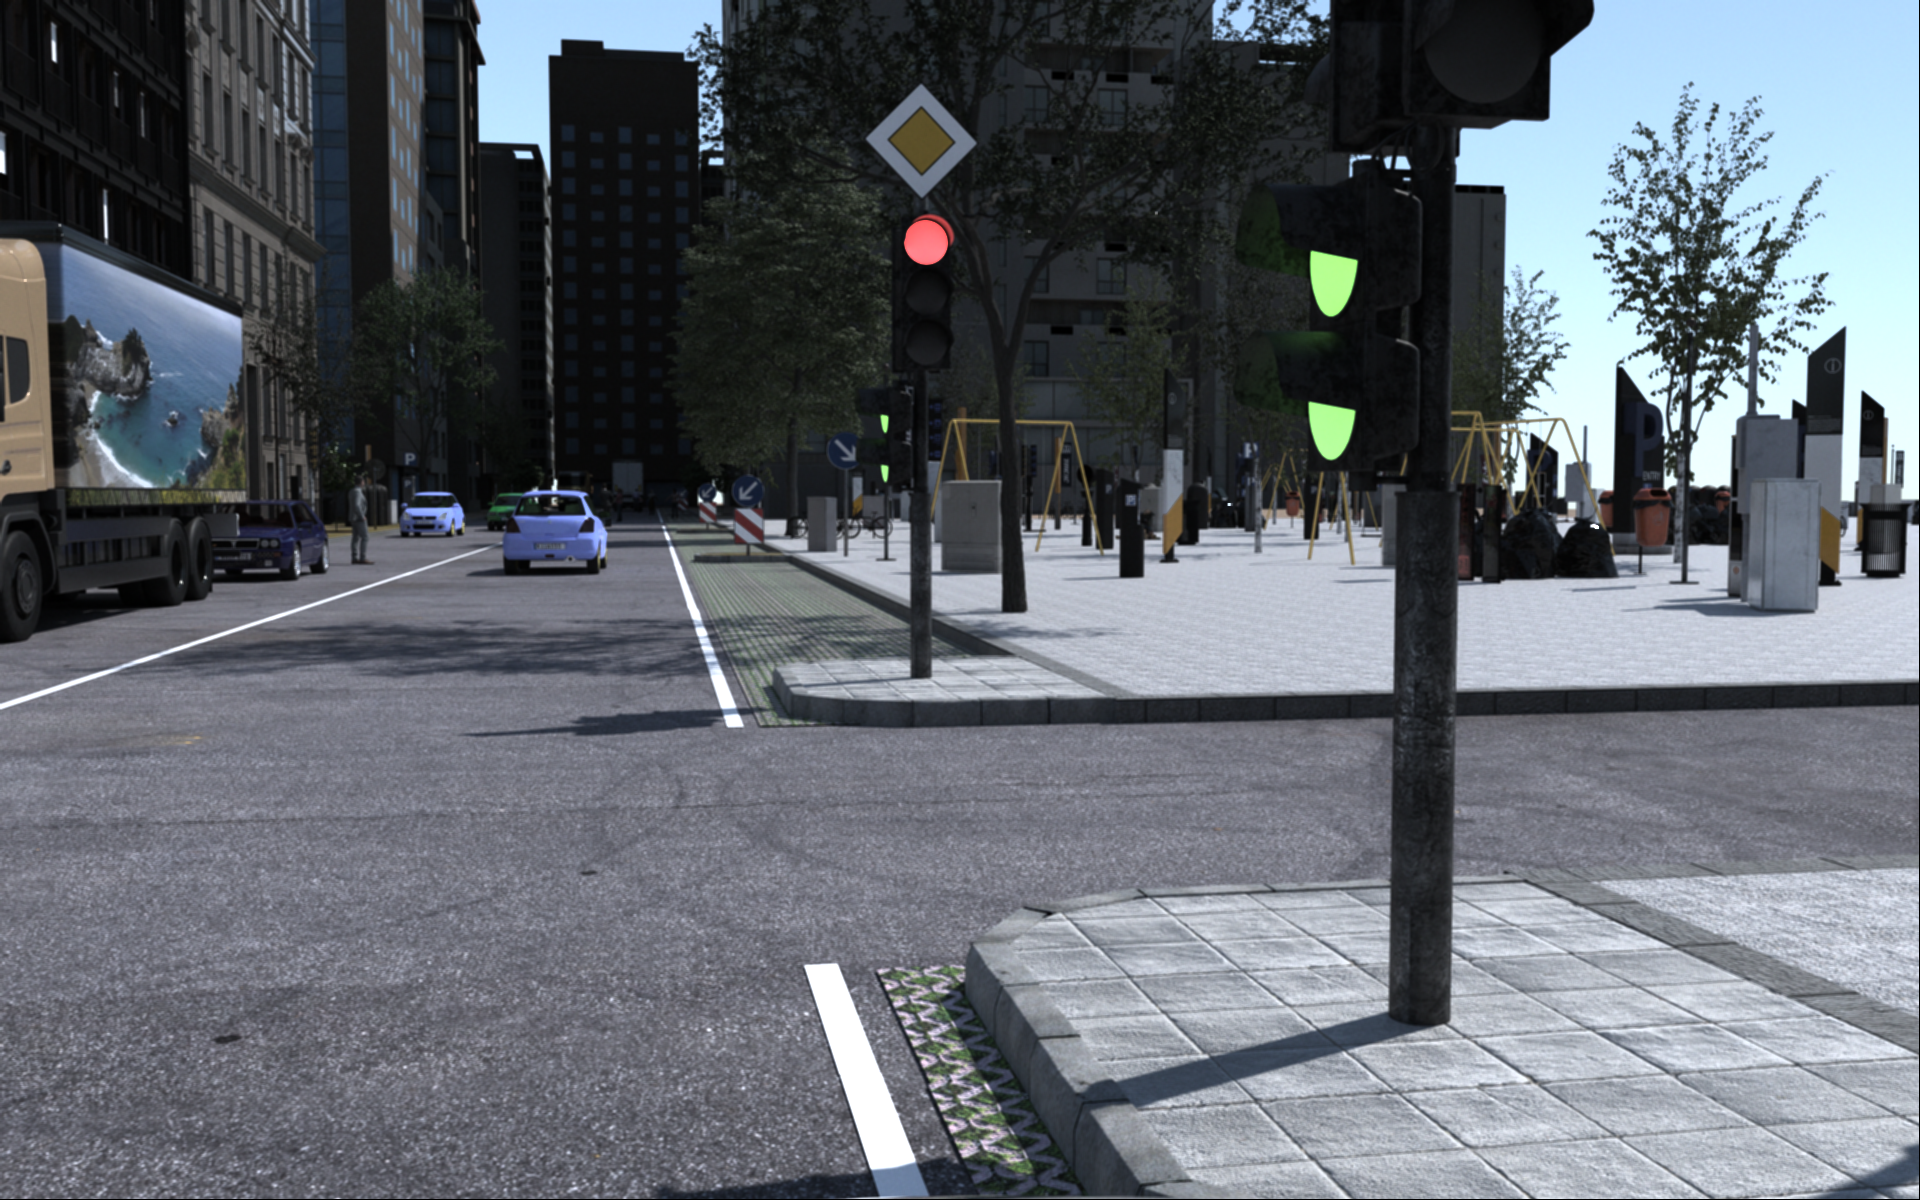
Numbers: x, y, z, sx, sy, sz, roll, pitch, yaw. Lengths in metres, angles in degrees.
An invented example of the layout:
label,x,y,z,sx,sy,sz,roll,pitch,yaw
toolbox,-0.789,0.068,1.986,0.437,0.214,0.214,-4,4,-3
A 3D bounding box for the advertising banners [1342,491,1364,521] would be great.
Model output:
label,x,y,z,sx,sy,sz,roll,pitch,yaw
advertising banners,19.186,-5.364,83.894,2.074,3.025,0.090,-2,4,-29

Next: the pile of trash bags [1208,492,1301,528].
label,x,y,z,sx,sy,sz,roll,pitch,yaw
pile of trash bags,11.121,-3.401,65.355,3.447,1.369,1.912,0,4,8

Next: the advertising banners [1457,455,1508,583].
label,x,y,z,sx,sy,sz,roll,pitch,yaw
advertising banners,7.527,-1.805,25.702,0.090,3.025,2.074,-1,4,-13

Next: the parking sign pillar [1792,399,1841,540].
label,x,y,z,sx,sy,sz,roll,pitch,yaw
parking sign pillar,23.979,-3.680,48.634,1.447,3.967,1.447,3,5,42

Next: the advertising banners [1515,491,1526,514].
label,x,y,z,sx,sy,sz,roll,pitch,yaw
advertising banners,24.122,-4.934,76.855,2.074,3.025,0.090,2,4,23

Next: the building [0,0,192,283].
label,x,y,z,sx,sy,sz,roll,pitch,yaw
building,-25.173,-12.688,37.124,12.332,23.373,15.834,-1,4,-10

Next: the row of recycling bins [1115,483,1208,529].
label,x,y,z,sx,sy,sz,roll,pitch,yaw
row of recycling bins,7.418,-3.466,63.779,3.534,1.692,1.069,1,4,20

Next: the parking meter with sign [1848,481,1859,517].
label,x,y,z,sx,sy,sz,roll,pitch,yaw
parking meter with sign,50.899,-6.206,97.731,1.738,3.016,0.543,-1,4,-11

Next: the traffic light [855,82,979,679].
label,x,y,z,sx,sy,sz,roll,pitch,yaw
traffic light,-0.291,-1.411,11.993,0.839,4.253,0.868,-1,4,-10

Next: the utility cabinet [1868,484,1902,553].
label,x,y,z,sx,sy,sz,roll,pitch,yaw
utility cabinet,19.966,-1.757,37.402,0.318,1.500,1.173,3,5,44

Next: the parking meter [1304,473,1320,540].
label,x,y,z,sx,sy,sz,roll,pitch,yaw
parking meter,9.948,-2.644,48.933,0.399,1.863,0.255,-1,4,-17

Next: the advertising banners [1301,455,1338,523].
label,x,y,z,sx,sy,sz,roll,pitch,yaw
advertising banners,16.042,-4.965,77.368,2.074,3.025,0.090,-2,4,-25

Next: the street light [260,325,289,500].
label,x,y,z,sx,sy,sz,roll,pitch,yaw
street light,-18.755,-4.571,47.519,0.468,5.910,1.993,-1,4,-10

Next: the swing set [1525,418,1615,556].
label,x,y,z,sx,sy,sz,roll,pitch,yaw
swing set,11.794,-2.405,36.940,2.862,2.851,3.119,-1,4,-18

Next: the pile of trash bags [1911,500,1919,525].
label,x,y,z,sx,sy,sz,roll,pitch,yaw
pile of trash bags,41.407,-3.883,73.247,1.912,1.369,3.447,3,4,36

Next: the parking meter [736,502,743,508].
label,x,y,z,sx,sy,sz,roll,pitch,yaw
parking meter,-9.913,-4.441,78.326,0.399,1.863,0.255,-3,5,-41

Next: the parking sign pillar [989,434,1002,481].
label,x,y,z,sx,sy,sz,roll,pitch,yaw
parking sign pillar,1.594,-5.381,76.454,1.447,3.967,1.447,0,4,-7

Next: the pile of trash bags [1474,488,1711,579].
label,x,y,z,sx,sy,sz,roll,pitch,yaw
pile of trash bags,9.596,-1.064,27.153,3.447,1.369,1.912,-1,4,-14

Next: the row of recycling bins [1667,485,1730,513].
label,x,y,z,sx,sy,sz,roll,pitch,yaw
row of recycling bins,35.350,-4.627,82.765,1.069,1.692,3.534,-2,4,-29

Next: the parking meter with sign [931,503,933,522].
label,x,y,z,sx,sy,sz,roll,pitch,yaw
parking meter with sign,-1.281,-5.042,78.704,1.738,3.016,0.543,-1,4,-10

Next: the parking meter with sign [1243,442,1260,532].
label,x,y,z,sx,sy,sz,roll,pitch,yaw
parking meter with sign,9.990,-3.843,59.094,0.543,3.016,1.738,1,4,14

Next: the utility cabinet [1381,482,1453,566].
label,x,y,z,sx,sy,sz,roll,pitch,yaw
utility cabinet,8.028,-1.330,30.425,1.173,1.500,0.318,0,4,6

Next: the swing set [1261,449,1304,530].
label,x,y,z,sx,sy,sz,roll,pitch,yaw
swing set,12.580,-3.869,60.878,3.119,2.851,2.862,-1,4,-23

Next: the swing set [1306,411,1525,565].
label,x,y,z,sx,sy,sz,roll,pitch,yaw
swing set,8.531,-2.152,32.799,3.119,2.851,2.862,0,4,-5

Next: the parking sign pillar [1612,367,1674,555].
label,x,y,z,sx,sy,sz,roll,pitch,yaw
parking sign pillar,14.540,-2.972,37.067,1.447,3.967,1.447,-3,4,-38

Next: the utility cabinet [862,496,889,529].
label,x,y,z,sx,sy,sz,roll,pitch,yaw
utility cabinet,-3.087,-3.193,63.375,1.020,1.237,0.306,3,4,37

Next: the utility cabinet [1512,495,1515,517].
label,x,y,z,sx,sy,sz,roll,pitch,yaw
utility cabinet,25.022,-4.177,79.462,1.020,1.237,0.306,2,4,28

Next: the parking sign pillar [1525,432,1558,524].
label,x,y,z,sx,sy,sz,roll,pitch,yaw
parking sign pillar,25.252,-5.303,75.170,1.447,3.967,1.447,-3,5,-40

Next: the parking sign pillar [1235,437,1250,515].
label,x,y,z,sx,sy,sz,roll,pitch,yaw
parking sign pillar,13.256,-5.677,81.294,1.447,3.967,1.447,0,4,-2

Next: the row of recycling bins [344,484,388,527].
label,x,y,z,sx,sy,sz,roll,pitch,yaw
row of recycling bins,-23.671,-3.799,69.231,1.069,1.692,3.534,0,4,-2

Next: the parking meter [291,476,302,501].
label,x,y,z,sx,sy,sz,roll,pitch,yaw
parking meter,-21.332,-3.059,55.721,0.255,1.863,0.399,0,4,-2

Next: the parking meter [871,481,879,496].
label,x,y,z,sx,sy,sz,roll,pitch,yaw
parking meter,-3.928,-4.539,79.925,0.255,1.863,0.399,2,4,29

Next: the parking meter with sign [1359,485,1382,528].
label,x,y,z,sx,sy,sz,roll,pitch,yaw
parking meter with sign,15.994,-4.328,67.017,0.543,3.016,1.738,-1,4,-22

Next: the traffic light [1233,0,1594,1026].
label,x,y,z,sx,sy,sz,roll,pitch,yaw
traffic light,1.108,-0.930,4.131,0.839,4.253,0.868,-1,4,-10

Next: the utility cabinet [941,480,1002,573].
label,x,y,z,sx,sy,sz,roll,pitch,yaw
utility cabinet,0.236,-1.199,28.280,1.173,1.500,0.318,3,4,38

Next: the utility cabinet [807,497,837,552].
label,x,y,z,sx,sy,sz,roll,pitch,yaw
utility cabinet,-3.084,-1.691,38.814,0.306,1.237,1.020,-2,4,-28

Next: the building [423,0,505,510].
label,x,y,z,sx,sy,sz,roll,pitch,yaw
building,-52.798,-29.876,143.091,28.867,44.769,22.147,-1,4,-10

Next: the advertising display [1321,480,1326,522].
label,x,y,z,sx,sy,sz,roll,pitch,yaw
advertising display,16.364,-4.553,79.657,0.974,1.923,0.123,3,4,36

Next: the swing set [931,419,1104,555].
label,x,y,z,sx,sy,sz,roll,pitch,yaw
swing set,0.992,-2.396,36.798,3.119,2.851,2.862,-2,4,-27

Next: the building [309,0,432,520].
label,x,y,z,sx,sy,sz,roll,pitch,yaw
building,-35.530,-26.835,88.856,14.600,45.320,14.200,-1,4,-10

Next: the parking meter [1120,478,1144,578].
label,x,y,z,sx,sy,sz,roll,pitch,yaw
parking meter,2.650,-1.117,26.674,0.372,1.533,0.369,0,3,0

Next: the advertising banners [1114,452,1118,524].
label,x,y,z,sx,sy,sz,roll,pitch,yaw
advertising banners,6.448,-4.737,73.643,0.090,3.025,2.074,-1,4,-9

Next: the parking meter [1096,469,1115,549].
label,x,y,z,sx,sy,sz,roll,pitch,yaw
parking meter,3.371,-2.111,40.225,0.399,1.863,0.255,-3,5,-40

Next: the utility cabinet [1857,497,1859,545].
label,x,y,z,sx,sy,sz,roll,pitch,yaw
utility cabinet,23.053,-1.988,43.664,1.020,1.237,0.306,-2,4,-31

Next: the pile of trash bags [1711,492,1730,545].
label,x,y,z,sx,sy,sz,roll,pitch,yaw
pile of trash bags,18.088,-2.112,44.279,3.447,1.369,1.912,0,4,5

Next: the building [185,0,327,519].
label,x,y,z,sx,sy,sz,roll,pitch,yaw
building,-29.468,-15.886,56.992,12.463,27.353,25.104,-1,4,-10

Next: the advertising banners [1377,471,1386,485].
label,x,y,z,sx,sy,sz,roll,pitch,yaw
advertising banners,12.961,-3.327,50.582,2.074,3.025,0.090,1,4,20

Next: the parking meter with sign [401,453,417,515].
label,x,y,z,sx,sy,sz,roll,pitch,yaw
parking meter with sign,-22.935,-4.632,72.000,0.543,3.016,1.738,-1,4,-11

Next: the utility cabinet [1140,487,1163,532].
label,x,y,z,sx,sy,sz,roll,pitch,yaw
utility cabinet,6.384,-3.010,57.886,0.318,1.500,1.173,-2,4,-28

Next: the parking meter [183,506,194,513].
label,x,y,z,sx,sy,sz,roll,pitch,yaw
parking meter,-16.200,-1.698,36.168,0.372,1.533,0.369,0,3,0
